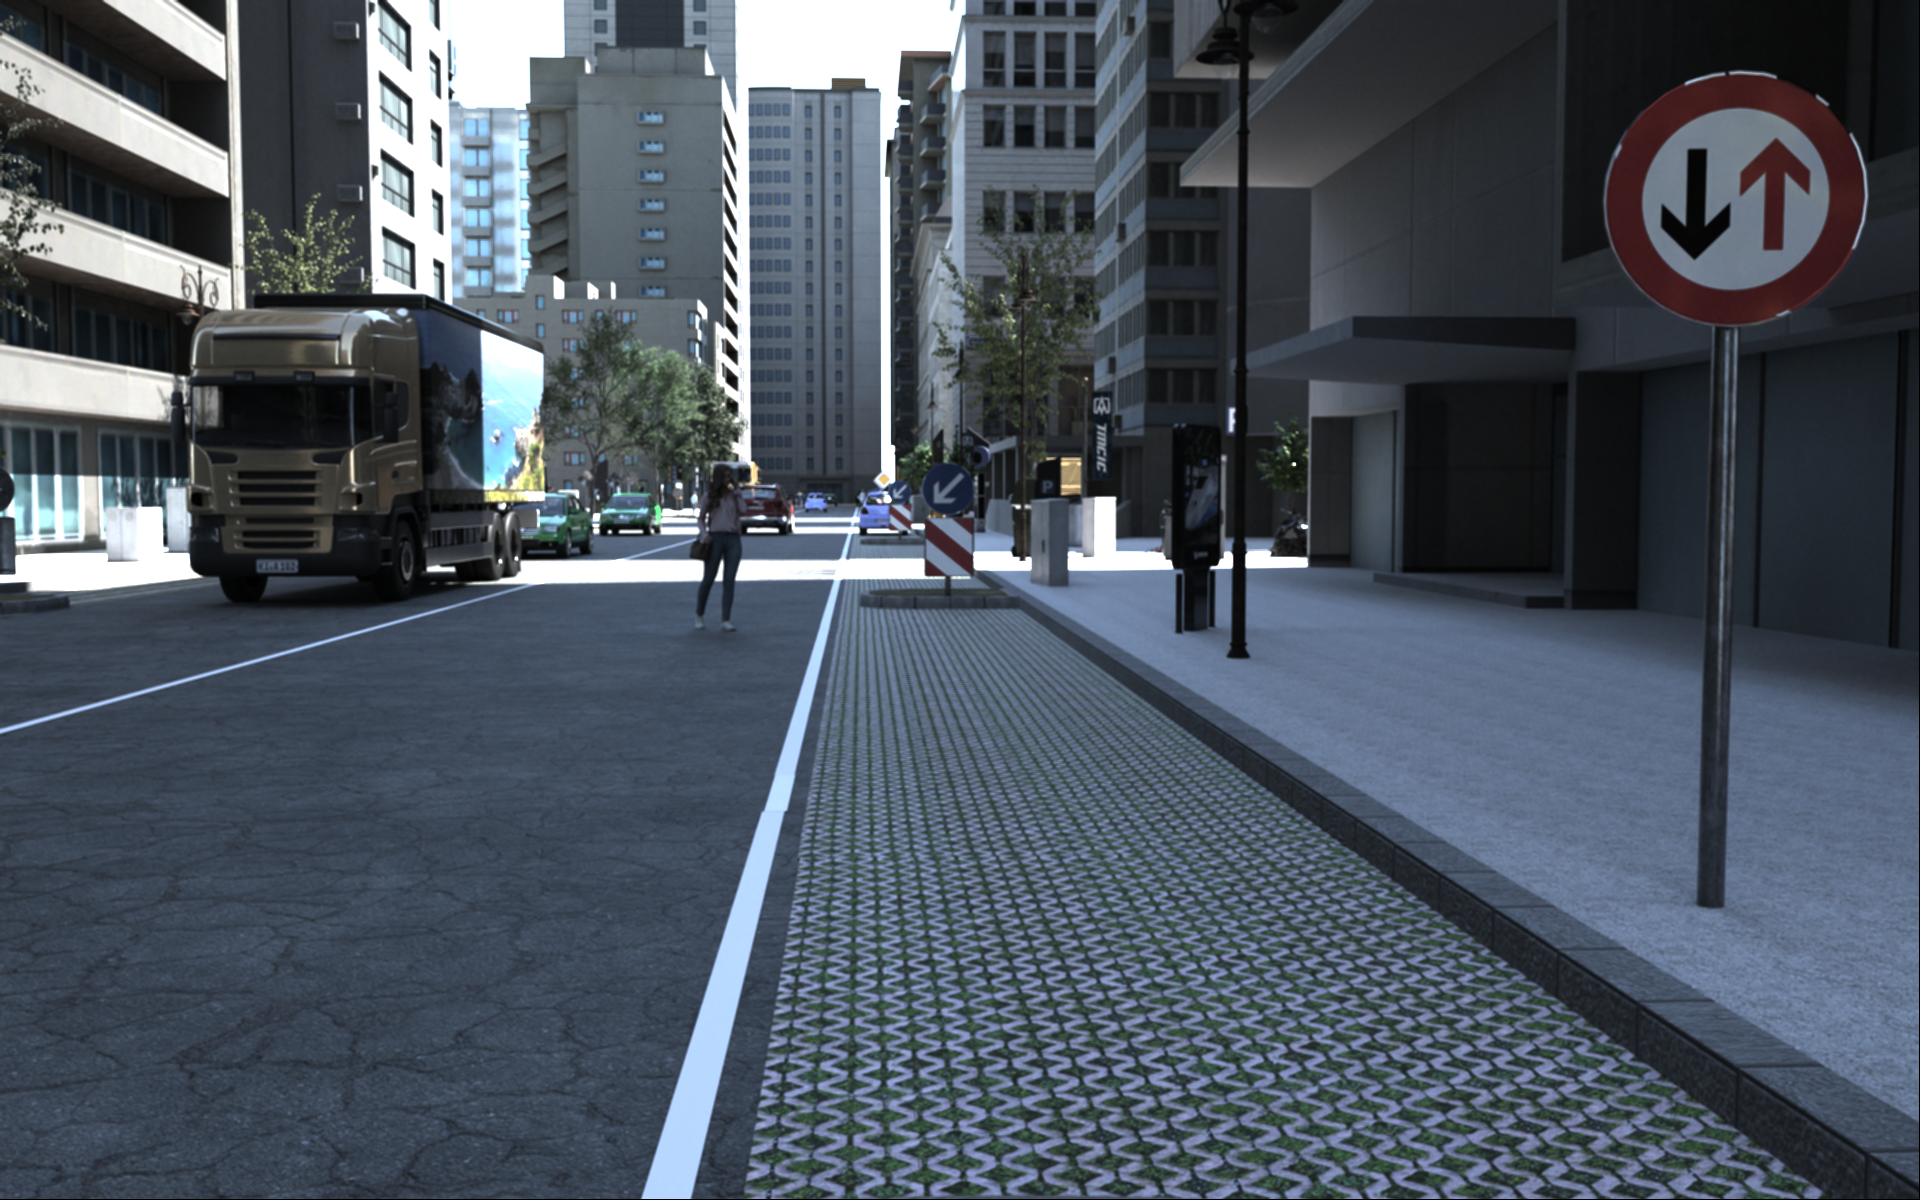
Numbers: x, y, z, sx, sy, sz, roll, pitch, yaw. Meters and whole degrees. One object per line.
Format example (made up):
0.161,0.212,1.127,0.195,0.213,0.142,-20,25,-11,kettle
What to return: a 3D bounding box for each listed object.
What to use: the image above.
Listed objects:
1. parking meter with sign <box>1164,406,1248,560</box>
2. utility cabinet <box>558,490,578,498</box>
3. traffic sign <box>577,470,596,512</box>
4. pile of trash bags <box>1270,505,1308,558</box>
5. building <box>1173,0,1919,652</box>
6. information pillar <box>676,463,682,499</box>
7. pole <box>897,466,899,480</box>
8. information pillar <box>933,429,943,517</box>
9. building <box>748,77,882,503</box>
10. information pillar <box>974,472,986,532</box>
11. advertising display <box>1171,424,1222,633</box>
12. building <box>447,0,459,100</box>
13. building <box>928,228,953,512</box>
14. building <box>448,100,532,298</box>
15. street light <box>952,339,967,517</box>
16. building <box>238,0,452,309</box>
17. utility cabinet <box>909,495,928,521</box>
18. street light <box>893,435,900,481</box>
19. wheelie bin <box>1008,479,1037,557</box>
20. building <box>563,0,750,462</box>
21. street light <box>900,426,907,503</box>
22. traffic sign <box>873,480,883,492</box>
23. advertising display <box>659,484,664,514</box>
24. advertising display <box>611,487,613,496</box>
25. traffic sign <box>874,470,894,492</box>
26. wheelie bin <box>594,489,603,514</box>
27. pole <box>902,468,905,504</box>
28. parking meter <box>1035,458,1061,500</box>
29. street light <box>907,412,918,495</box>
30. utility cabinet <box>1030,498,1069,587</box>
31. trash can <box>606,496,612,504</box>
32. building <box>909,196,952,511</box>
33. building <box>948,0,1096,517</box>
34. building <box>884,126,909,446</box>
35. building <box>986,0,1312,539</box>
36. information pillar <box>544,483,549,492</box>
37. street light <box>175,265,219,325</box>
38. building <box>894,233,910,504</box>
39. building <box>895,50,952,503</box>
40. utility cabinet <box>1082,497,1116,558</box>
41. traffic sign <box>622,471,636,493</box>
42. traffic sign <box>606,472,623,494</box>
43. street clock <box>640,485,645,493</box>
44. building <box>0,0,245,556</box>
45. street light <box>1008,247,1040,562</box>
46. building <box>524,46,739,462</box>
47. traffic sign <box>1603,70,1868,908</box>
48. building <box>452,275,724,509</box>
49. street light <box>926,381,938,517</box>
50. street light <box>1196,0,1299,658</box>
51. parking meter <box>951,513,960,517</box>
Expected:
4.799,-2.303,33.907,1.738,3.016,0.543,-2,4,-34,parking meter with sign
-24.115,-5.990,106.618,1.173,1.500,0.318,0,4,4,utility cabinet
-15.263,-4.110,70.839,0.795,2.450,0.064,0,4,-3,traffic sign
8.111,-1.600,35.918,3.447,1.369,1.912,-3,5,-41,pile of trash bags
17.889,-26.190,17.448,28.713,52.752,27.495,0,4,-3,building
-21.425,-8.611,132.138,0.504,3.616,0.183,-2,4,-34,information pillar
-4.444,-7.968,124.114,0.158,3.312,0.155,0,3,0,pole
-0.777,-4.353,62.527,0.183,3.616,0.504,-3,5,-42,information pillar
-25.291,-43.156,247.604,28.212,58.520,21.231,0,4,-3,building
0.661,-3.273,57.999,0.304,2.012,0.304,-1,4,-22,information pillar
2.228,-0.678,16.302,0.123,1.923,0.974,2,4,29,advertising display
-83.812,-56.938,243.605,31.000,86.520,22.319,0,4,-3,building
3.399,-16.009,116.502,10.420,20.320,16.860,0,4,-3,building
-63.509,-36.340,213.764,30.456,49.044,23.786,0,4,-3,building
0.039,-4.834,51.817,0.468,5.910,1.993,0,4,-3,street light
-26.160,-17.735,61.667,14.107,30.474,14.160,0,4,-3,building
-1.945,-4.348,82.255,0.306,1.237,1.020,3,5,42,utility cabinet
-4.767,-9.902,134.680,0.468,5.910,1.993,0,4,-3,street light
1.433,-1.676,35.304,0.980,1.594,0.693,2,4,29,wheelie bin
-37.353,-47.635,217.080,20.611,71.187,20.563,0,4,-3,building
-3.582,-8.732,115.555,0.468,5.910,1.993,0,4,-3,street light
-3.593,-4.639,79.482,0.795,2.450,0.064,0,4,-3,traffic sign
-18.979,-6.419,110.164,0.123,1.923,0.974,0,4,-2,advertising display
-30.677,-9.014,152.591,0.123,1.923,0.974,-1,4,-10,advertising display
-3.137,-4.151,71.510,0.795,2.450,0.064,0,4,-3,traffic sign
-23.302,-6.311,111.093,0.693,1.594,0.980,-3,5,-41,wheelie bin
-4.441,-8.687,135.874,0.158,3.312,0.155,0,3,0,pole
1.416,-1.357,27.904,0.399,1.863,0.255,1,4,12,parking meter
-2.551,-7.562,96.420,0.468,5.910,1.993,0,4,-3,street light
1.256,-0.815,24.492,0.306,1.237,1.020,-1,4,-13,utility cabinet
-25.763,-7.103,127.795,0.748,1.137,0.748,0,3,0,trash can
4.365,-18.755,139.931,16.112,22.955,30.059,0,4,-3,building
14.603,-18.862,85.882,29.804,29.767,11.434,0,4,-3,building
2.828,-40.627,253.488,27.495,52.752,28.713,0,4,-3,building
17.417,-22.281,56.177,32.217,40.220,23.993,0,4,-3,building
-27.303,-6.717,114.320,0.304,2.012,0.304,-1,4,-21,information pillar
-15.340,-3.813,35.130,0.468,5.910,1.993,0,4,-3,street light
-0.400,-25.809,193.671,14.160,30.474,14.107,0,4,-3,building
4.820,-31.587,171.068,22.147,44.769,28.867,0,4,-3,building
2.818,-1.469,35.185,0.306,1.237,1.020,2,4,29,utility cabinet
-18.438,-5.896,96.503,0.768,2.556,0.104,0,4,1,traffic sign
-15.719,-4.598,78.812,0.795,2.450,0.064,0,4,-3,traffic sign
-25.428,-8.193,138.518,0.471,2.002,0.358,1,4,16,street clock
-29.110,-25.098,34.053,21.300,48.544,21.600,0,4,-3,building
1.190,-3.664,32.689,0.468,5.910,1.993,0,4,-3,street light
-36.065,-34.768,192.154,21.300,48.544,21.600,0,4,-3,building
2.342,-0.319,5.325,0.768,2.556,0.104,0,4,6,traffic sign
-37.811,-19.715,167.379,27.650,21.520,28.899,0,4,-3,building
-1.137,-6.003,70.943,0.468,5.910,1.993,0,4,-3,street light
2.184,-2.485,13.418,0.468,5.910,1.993,0,4,-3,street light
-0.152,-3.173,60.288,0.372,1.533,0.369,0,3,0,parking meter
